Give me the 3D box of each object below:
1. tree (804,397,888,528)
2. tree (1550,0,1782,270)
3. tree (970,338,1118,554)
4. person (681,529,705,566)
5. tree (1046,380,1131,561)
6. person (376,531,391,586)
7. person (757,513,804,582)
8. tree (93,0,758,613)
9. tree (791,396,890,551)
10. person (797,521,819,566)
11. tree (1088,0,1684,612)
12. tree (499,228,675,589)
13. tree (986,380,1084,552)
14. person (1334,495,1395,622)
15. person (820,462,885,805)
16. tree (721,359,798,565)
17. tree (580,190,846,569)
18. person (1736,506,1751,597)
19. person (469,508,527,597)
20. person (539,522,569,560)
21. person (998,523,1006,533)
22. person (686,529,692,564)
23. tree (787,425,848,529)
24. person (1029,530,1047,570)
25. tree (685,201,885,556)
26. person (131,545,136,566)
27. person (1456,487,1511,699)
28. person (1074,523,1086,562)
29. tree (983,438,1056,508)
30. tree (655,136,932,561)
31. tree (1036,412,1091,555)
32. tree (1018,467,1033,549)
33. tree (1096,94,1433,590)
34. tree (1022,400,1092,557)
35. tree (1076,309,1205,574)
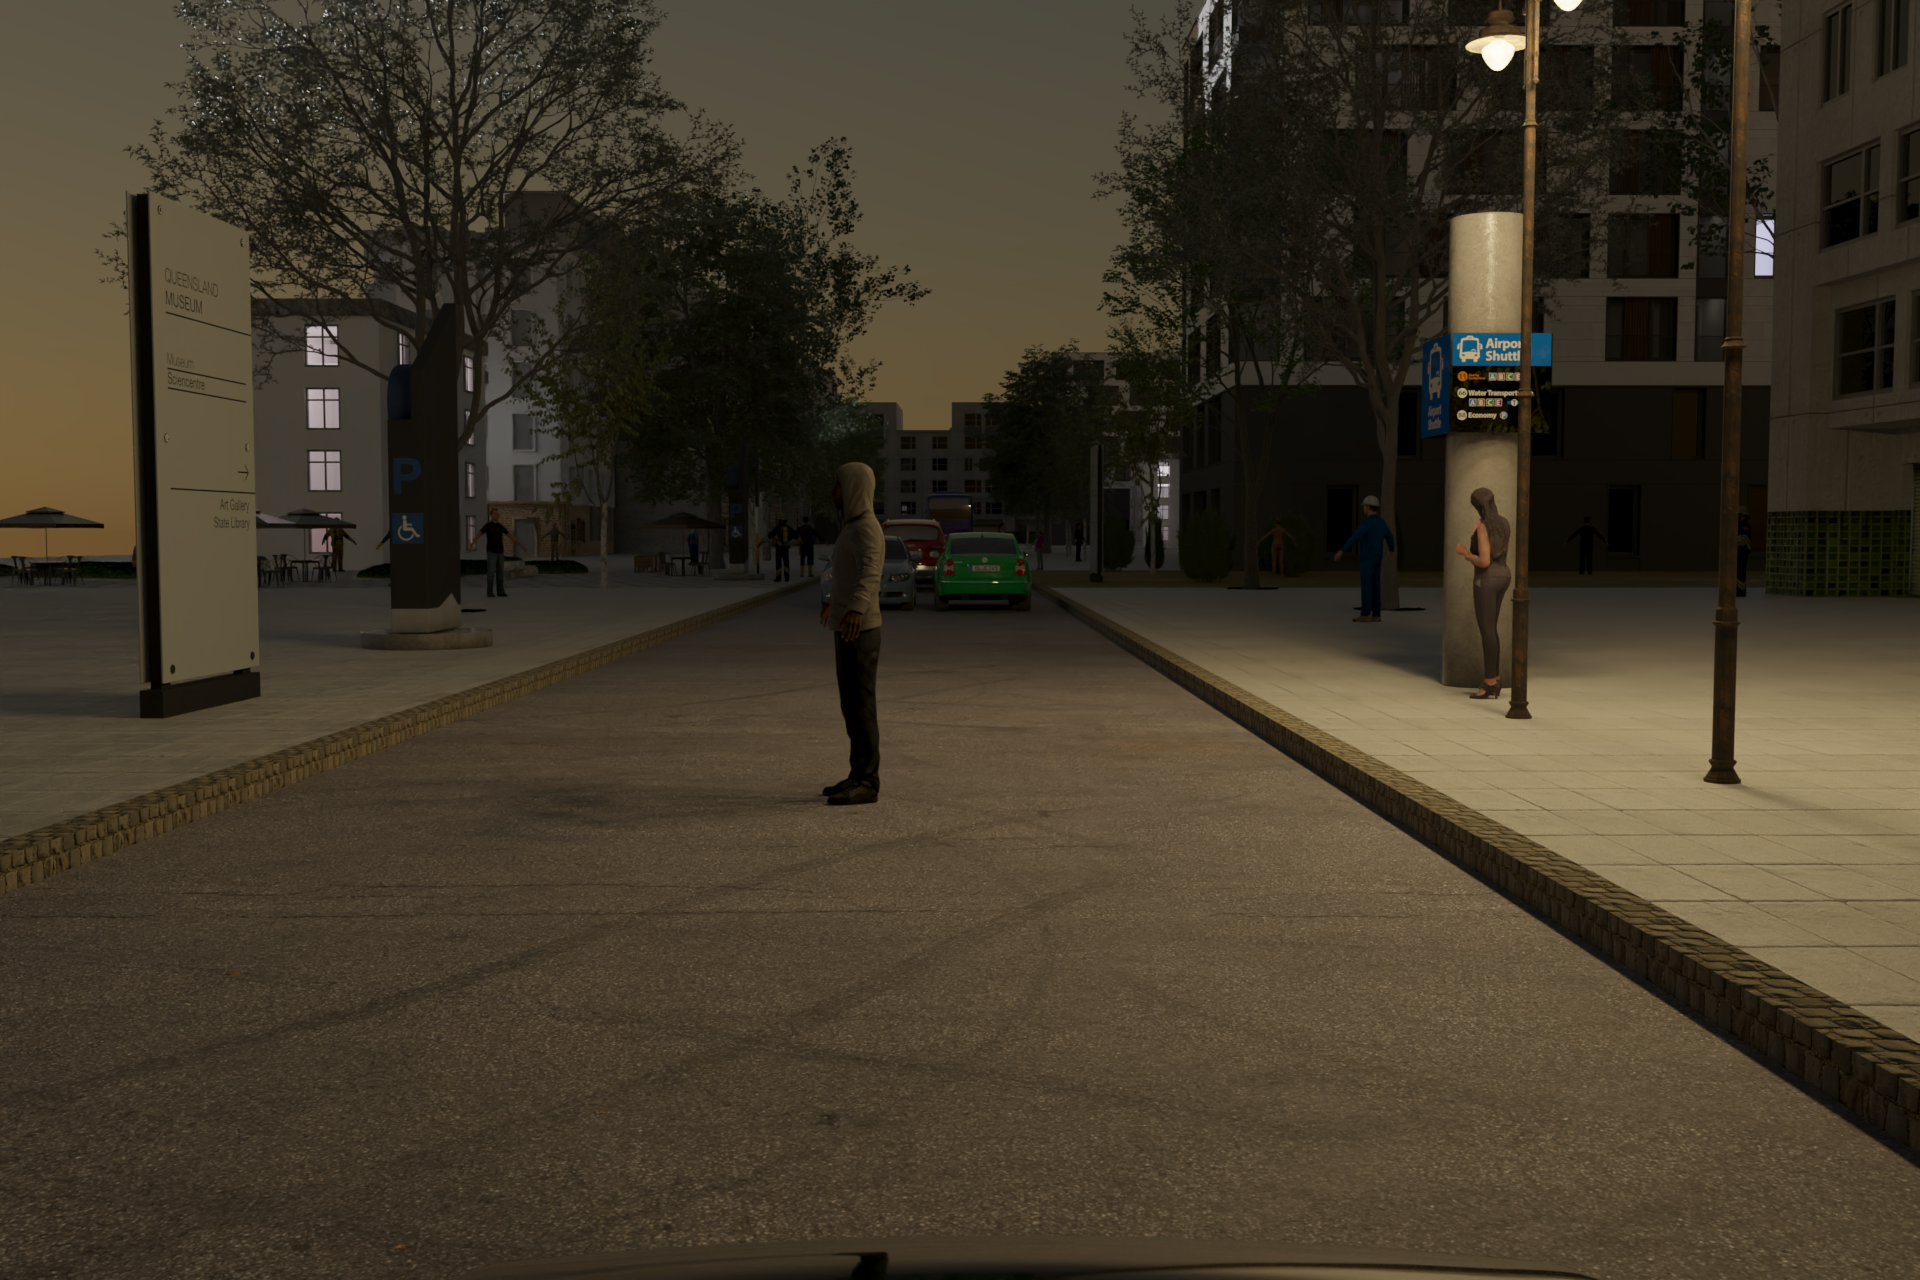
[{"bbox_3d":[-9.560,-13.728,142.582,7.486,12.596,7.792,0,3,0],"label":"tree"},{"bbox_3d":[22.531,-11.608,45.685,12.611,20.169,13.585,0,3,0],"label":"tree"},{"bbox_3d":[5.596,-12.623,113.037,9.857,13.997,8.962,0,3,0],"label":"tree"},{"bbox_3d":[-10.793,-3.942,70.307,1.347,1.847,0.705,3,5,39],"label":"person"},{"bbox_3d":[6.300,-8.160,83.775,4.737,8.622,4.395,0,3,0],"label":"tree"},{"bbox_3d":[-13.965,-2.259,42.900,0.705,1.833,1.349,1,4,16],"label":"person"},{"bbox_3d":[-4.792,-2.497,46.610,1.354,1.856,0.705,-2,4,-27],"label":"person"},{"bbox_3d":[-8.356,-7.210,28.259,12.009,13.543,11.850,0,3,0],"label":"tree"},{"bbox_3d":[-8.977,-12.483,129.852,9.928,11.665,9.643,0,3,0],"label":"tree"},{"bbox_3d":[-6.138,-3.939,70.524,0.704,1.817,1.347,2,4,33],"label":"person"},{"bbox_3d":[7.157,-7.249,28.884,12.009,13.543,11.850,0,3,0],"label":"tree"},{"bbox_3d":[-8.516,-5.531,40.798,4.737,8.622,4.395,0,3,0],"label":"tree"},{"bbox_3d":[5.320,-12.726,126.191,7.486,12.596,7.792,0,3,0],"label":"tree"},{"bbox_3d":[5.977,-1.188,25.304,1.347,1.842,0.705,-3,5,-39],"label":"person"},{"bbox_3d":[-0.584,-0.044,9.304,0.705,1.813,1.348,-1,4,-9],"label":"person"},{"bbox_3d":[-8.511,-7.409,71.502,4.737,8.622,4.395,0,3,0],"label":"tree"},{"bbox_3d":[-9.029,-9.569,63.106,9.857,13.997,8.962,0,3,0],"label":"tree"},{"bbox_3d":[15.913,-1.804,35.358,0.704,1.845,1.351,1,4,19],"label":"person"},{"bbox_3d":[-9.459,-1.779,35.309,0.705,1.803,1.348,3,5,42],"label":"person"},{"bbox_3d":[-18.008,-4.318,76.870,1.348,1.796,0.705,0,4,4],"label":"person"},{"bbox_3d":[1.452,-3.091,59.175,1.347,1.806,0.705,-3,5,-44],"label":"person"},{"bbox_3d":[-11.333,-4.084,72.998,0.704,1.802,1.346,-1,4,-18],"label":"person"},{"bbox_3d":[-9.981,-10.030,114.358,4.360,8.622,3.978,0,3,0],"label":"tree"},{"bbox_3d":[2.787,-3.192,61.451,0.599,1.433,0.991,3,5,41],"label":"person"},{"bbox_3d":[-10.412,-15.020,101.467,12.611,20.169,13.585,0,3,0],"label":"tree"},{"bbox_3d":[-13.626,-1.408,29.614,0.990,1.755,0.434,-2,4,-23],"label":"person"},{"bbox_3d":[4.091,-0.370,13.561,0.415,1.643,0.593,0,4,2],"label":"person"},{"bbox_3d":[5.543,-4.552,80.609,0.705,1.806,1.347,1,4,23],"label":"person"},{"bbox_3d":[6.168,-12.365,136.580,8.767,10.594,7.601,0,4,-5],"label":"tree"},{"bbox_3d":[-8.073,-13.836,82.108,12.611,20.169,13.585,0,3,0],"label":"tree"},{"bbox_3d":[6.691,-9.420,104.384,4.360,8.622,3.978,0,3,0],"label":"tree"},{"bbox_3d":[5.472,-11.892,144.803,4.360,8.622,3.978,0,3,0],"label":"tree"},{"bbox_3d":[6.882,-6.986,39.971,9.928,11.665,9.643,0,3,0],"label":"tree"},{"bbox_3d":[6.026,-8.833,94.783,4.360,8.622,3.978,0,3,0],"label":"tree"},{"bbox_3d":[6.004,-6.443,55.707,4.737,8.622,4.395,0,3,0],"label":"tree"}]
